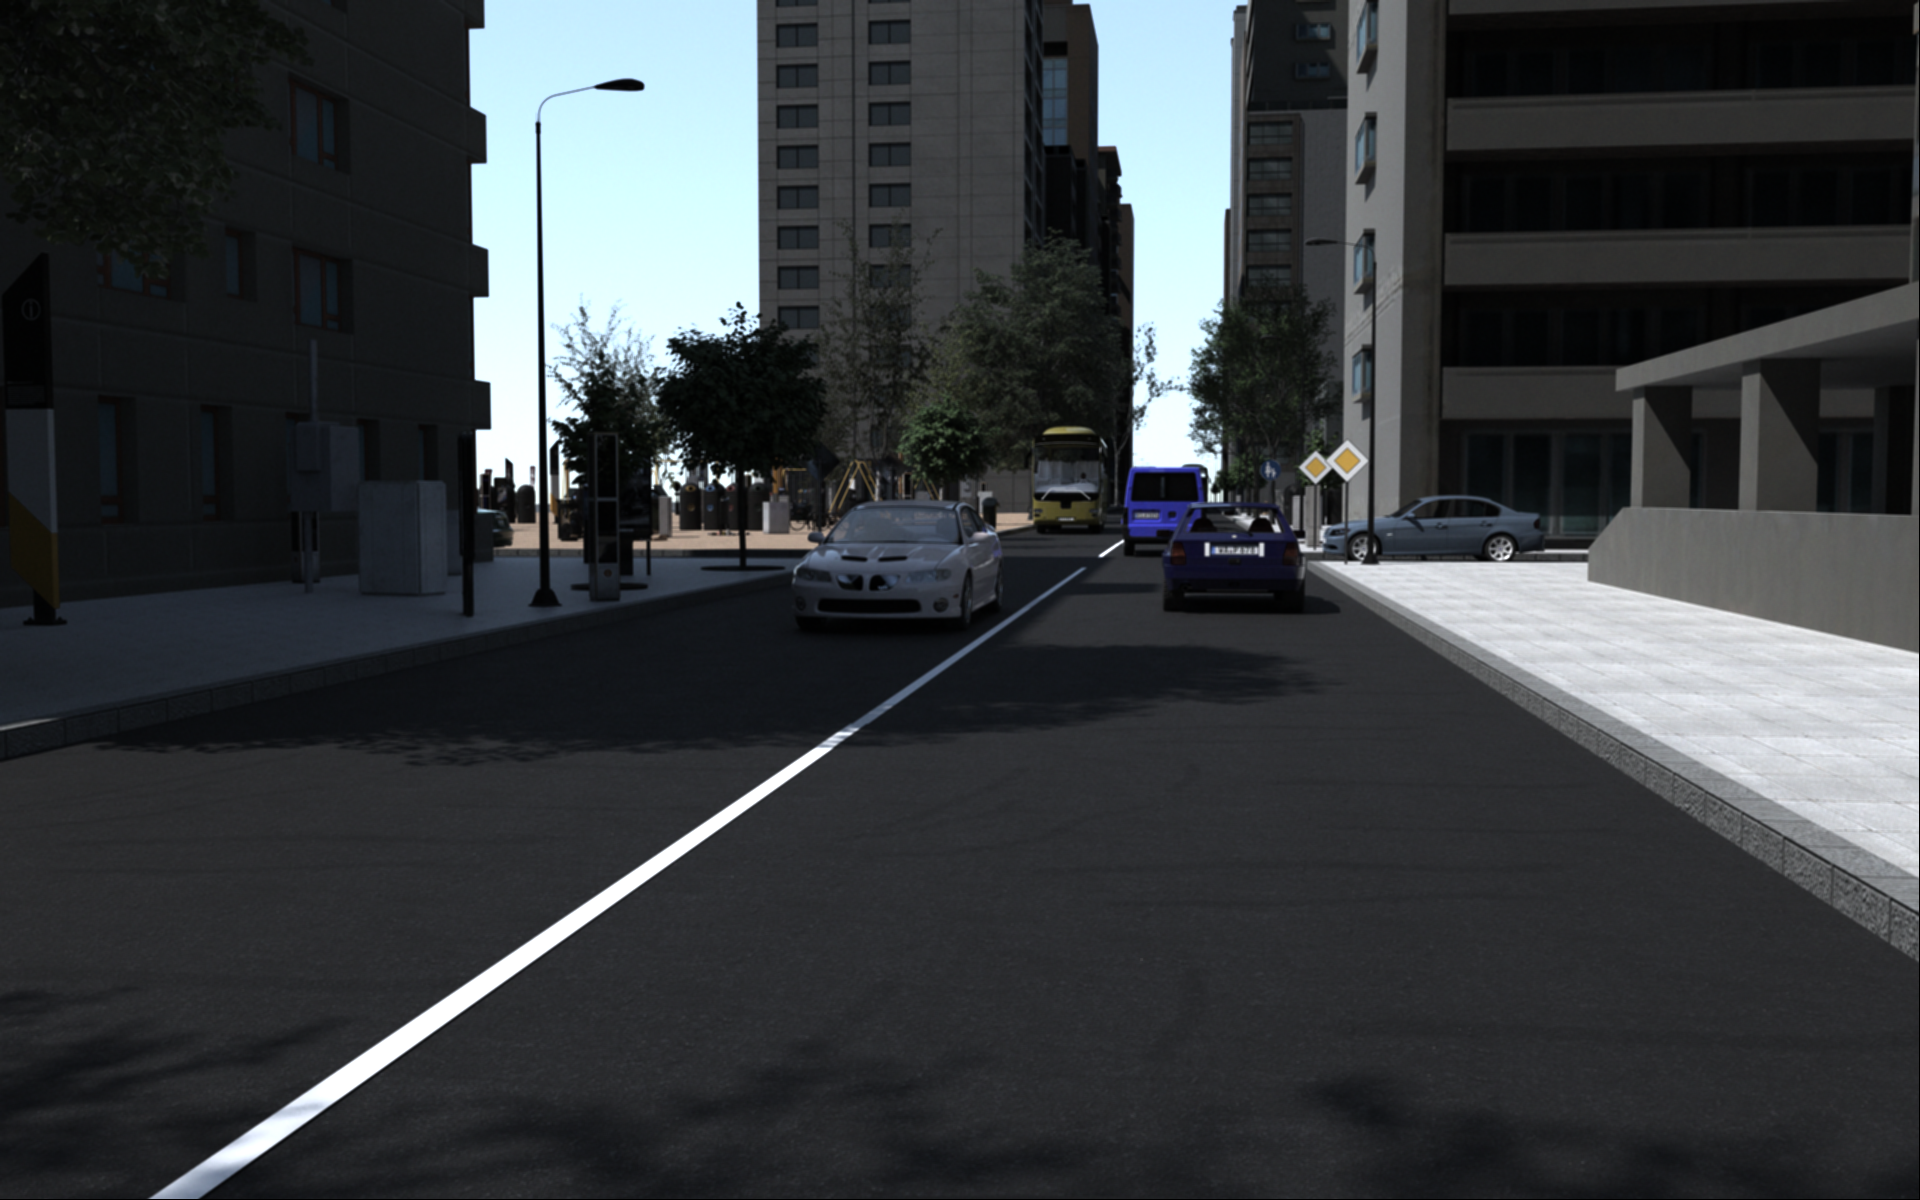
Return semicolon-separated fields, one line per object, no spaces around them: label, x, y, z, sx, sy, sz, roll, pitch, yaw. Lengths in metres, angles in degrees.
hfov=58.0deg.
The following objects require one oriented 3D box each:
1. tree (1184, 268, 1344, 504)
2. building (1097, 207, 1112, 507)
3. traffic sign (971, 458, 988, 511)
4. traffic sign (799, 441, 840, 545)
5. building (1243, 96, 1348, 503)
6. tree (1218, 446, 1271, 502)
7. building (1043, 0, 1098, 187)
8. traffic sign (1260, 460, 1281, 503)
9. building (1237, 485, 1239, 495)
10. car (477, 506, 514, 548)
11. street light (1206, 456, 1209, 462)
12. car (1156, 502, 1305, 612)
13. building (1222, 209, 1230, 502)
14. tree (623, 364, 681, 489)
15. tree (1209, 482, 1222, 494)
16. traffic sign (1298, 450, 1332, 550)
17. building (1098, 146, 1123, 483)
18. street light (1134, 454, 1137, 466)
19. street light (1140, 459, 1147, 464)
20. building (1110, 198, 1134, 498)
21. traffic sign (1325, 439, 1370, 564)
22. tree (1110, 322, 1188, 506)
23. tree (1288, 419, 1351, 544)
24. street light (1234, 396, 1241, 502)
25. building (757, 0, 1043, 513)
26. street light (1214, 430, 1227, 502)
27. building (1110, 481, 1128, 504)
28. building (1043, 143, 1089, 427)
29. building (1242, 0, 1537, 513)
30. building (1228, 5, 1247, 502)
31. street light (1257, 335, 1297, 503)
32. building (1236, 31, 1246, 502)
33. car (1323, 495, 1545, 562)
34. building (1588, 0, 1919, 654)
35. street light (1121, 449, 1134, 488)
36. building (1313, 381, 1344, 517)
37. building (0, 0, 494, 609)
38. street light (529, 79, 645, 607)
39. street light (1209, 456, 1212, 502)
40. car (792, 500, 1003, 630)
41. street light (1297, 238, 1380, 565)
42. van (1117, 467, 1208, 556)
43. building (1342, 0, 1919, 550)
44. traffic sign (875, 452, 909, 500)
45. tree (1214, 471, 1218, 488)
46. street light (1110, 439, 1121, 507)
tree;12.882;-8.438;72.374;8.767;10.594;7.601;3;5;45
building;7.671;-24.499;172.255;14.160;30.474;14.107;0;4;8
traffic sign;0.540;-3.525;57.732;0.768;2.556;0.104;1;4;14
traffic sign;-2.660;-1.788;32.882;0.795;2.450;0.064;0;4;8
building;28.384;-21.905;129.852;14.160;30.474;14.107;0;4;8
tree;20.001;-8.252;118.639;4.285;4.588;4.351;0;3;0
building;5.231;-31.056;157.874;14.600;45.320;14.200;0;4;8
traffic sign;11.467;-3.907;63.985;0.768;2.556;0.104;1;4;15
building;35.808;-30.287;178.780;14.154;41.232;14.086;0;4;8
car;-12.514;-1.650;38.778;4.920;1.459;2.131;0;4;6
street light;30.621;-14.540;210.275;1.470;5.913;1.316;0;4;8
car;3.508;-0.601;22.414;1.945;1.354;3.894;0;4;8
building;46.952;-37.477;262.858;14.600;45.320;14.200;0;4;8
tree;-16.920;-8.977;97.136;4.737;8.622;4.395;0;3;0
tree;35.662;-15.182;242.828;1.663;3.219;1.824;0;3;0
traffic sign;8.100;-2.192;39.490;0.795;2.450;0.064;0;4;8
building;8.636;-34.242;214.472;22.147;44.769;28.867;0;4;8
street light;19.641;-13.845;198.903;1.470;5.913;1.316;0;4;8
street light;23.698;-15.750;230.057;1.470;5.913;1.316;0;4;8
building;18.890;-37.308;260.088;14.600;45.320;14.200;0;4;8
traffic sign;7.046;-1.708;31.574;0.795;2.450;0.064;0;4;8
tree;18.485;-20.413;189.649;12.611;20.169;13.585;0;3;0
tree;9.283;-3.070;44.795;1.663;3.219;1.824;0;3;0
street light;13.610;-6.701;82.104;1.470;5.913;1.316;0;4;8
building;-2.305;-42.065;126.013;20.563;71.187;20.611;0;4;8
street light;19.478;-9.394;126.129;1.470;5.913;1.316;0;4;8
building;7.680;-33.639;241.885;32.217;40.220;23.993;0;4;8
building;3.264;-22.770;143.996;14.160;30.474;14.107;0;4;8
building;35.140;-31.968;146.381;21.300;48.544;21.600;0;4;8
building;43.422;-40.903;210.769;21.231;58.520;28.212;0;4;8
street light;9.481;-4.783;50.737;1.470;5.913;1.316;0;4;8
building;33.627;-31.474;164.704;14.600;45.320;14.200;0;4;8
car;9.918;-1.494;36.437;4.499;1.417;2.014;0;4;6
building;24.317;-19.784;15.347;32.217;40.220;23.993;0;4;8
street light;16.920;-12.586;178.320;1.470;5.913;1.316;0;4;8
building;31.262;-47.537;89.900;22.319;86.520;31.000;0;4;8
building;-25.064;-10.742;20.678;28.899;21.520;27.650;0;4;8
street light;-4.219;-2.878;19.597;1.470;5.913;1.316;0;4;8
street light;23.581;-11.283;157.017;1.470;5.913;1.316;0;4;8
car;-0.603;-0.460;19.886;2.083;1.381;4.827;1;4;8
street light;6.961;-3.608;31.536;1.470;5.913;1.316;0;4;8
van;4.889;-2.280;41.664;2.240;2.365;5.245;0;4;6
building;21.836;-25.906;47.267;21.600;48.544;21.300;0;4;8
traffic sign;-1.606;-2.273;40.798;0.795;2.450;0.064;0;4;8
tree;30.575;-13.076;197.499;4.285;4.588;4.351;0;3;0
street light;12.708;-10.683;147.202;1.470;5.913;1.316;0;4;8
